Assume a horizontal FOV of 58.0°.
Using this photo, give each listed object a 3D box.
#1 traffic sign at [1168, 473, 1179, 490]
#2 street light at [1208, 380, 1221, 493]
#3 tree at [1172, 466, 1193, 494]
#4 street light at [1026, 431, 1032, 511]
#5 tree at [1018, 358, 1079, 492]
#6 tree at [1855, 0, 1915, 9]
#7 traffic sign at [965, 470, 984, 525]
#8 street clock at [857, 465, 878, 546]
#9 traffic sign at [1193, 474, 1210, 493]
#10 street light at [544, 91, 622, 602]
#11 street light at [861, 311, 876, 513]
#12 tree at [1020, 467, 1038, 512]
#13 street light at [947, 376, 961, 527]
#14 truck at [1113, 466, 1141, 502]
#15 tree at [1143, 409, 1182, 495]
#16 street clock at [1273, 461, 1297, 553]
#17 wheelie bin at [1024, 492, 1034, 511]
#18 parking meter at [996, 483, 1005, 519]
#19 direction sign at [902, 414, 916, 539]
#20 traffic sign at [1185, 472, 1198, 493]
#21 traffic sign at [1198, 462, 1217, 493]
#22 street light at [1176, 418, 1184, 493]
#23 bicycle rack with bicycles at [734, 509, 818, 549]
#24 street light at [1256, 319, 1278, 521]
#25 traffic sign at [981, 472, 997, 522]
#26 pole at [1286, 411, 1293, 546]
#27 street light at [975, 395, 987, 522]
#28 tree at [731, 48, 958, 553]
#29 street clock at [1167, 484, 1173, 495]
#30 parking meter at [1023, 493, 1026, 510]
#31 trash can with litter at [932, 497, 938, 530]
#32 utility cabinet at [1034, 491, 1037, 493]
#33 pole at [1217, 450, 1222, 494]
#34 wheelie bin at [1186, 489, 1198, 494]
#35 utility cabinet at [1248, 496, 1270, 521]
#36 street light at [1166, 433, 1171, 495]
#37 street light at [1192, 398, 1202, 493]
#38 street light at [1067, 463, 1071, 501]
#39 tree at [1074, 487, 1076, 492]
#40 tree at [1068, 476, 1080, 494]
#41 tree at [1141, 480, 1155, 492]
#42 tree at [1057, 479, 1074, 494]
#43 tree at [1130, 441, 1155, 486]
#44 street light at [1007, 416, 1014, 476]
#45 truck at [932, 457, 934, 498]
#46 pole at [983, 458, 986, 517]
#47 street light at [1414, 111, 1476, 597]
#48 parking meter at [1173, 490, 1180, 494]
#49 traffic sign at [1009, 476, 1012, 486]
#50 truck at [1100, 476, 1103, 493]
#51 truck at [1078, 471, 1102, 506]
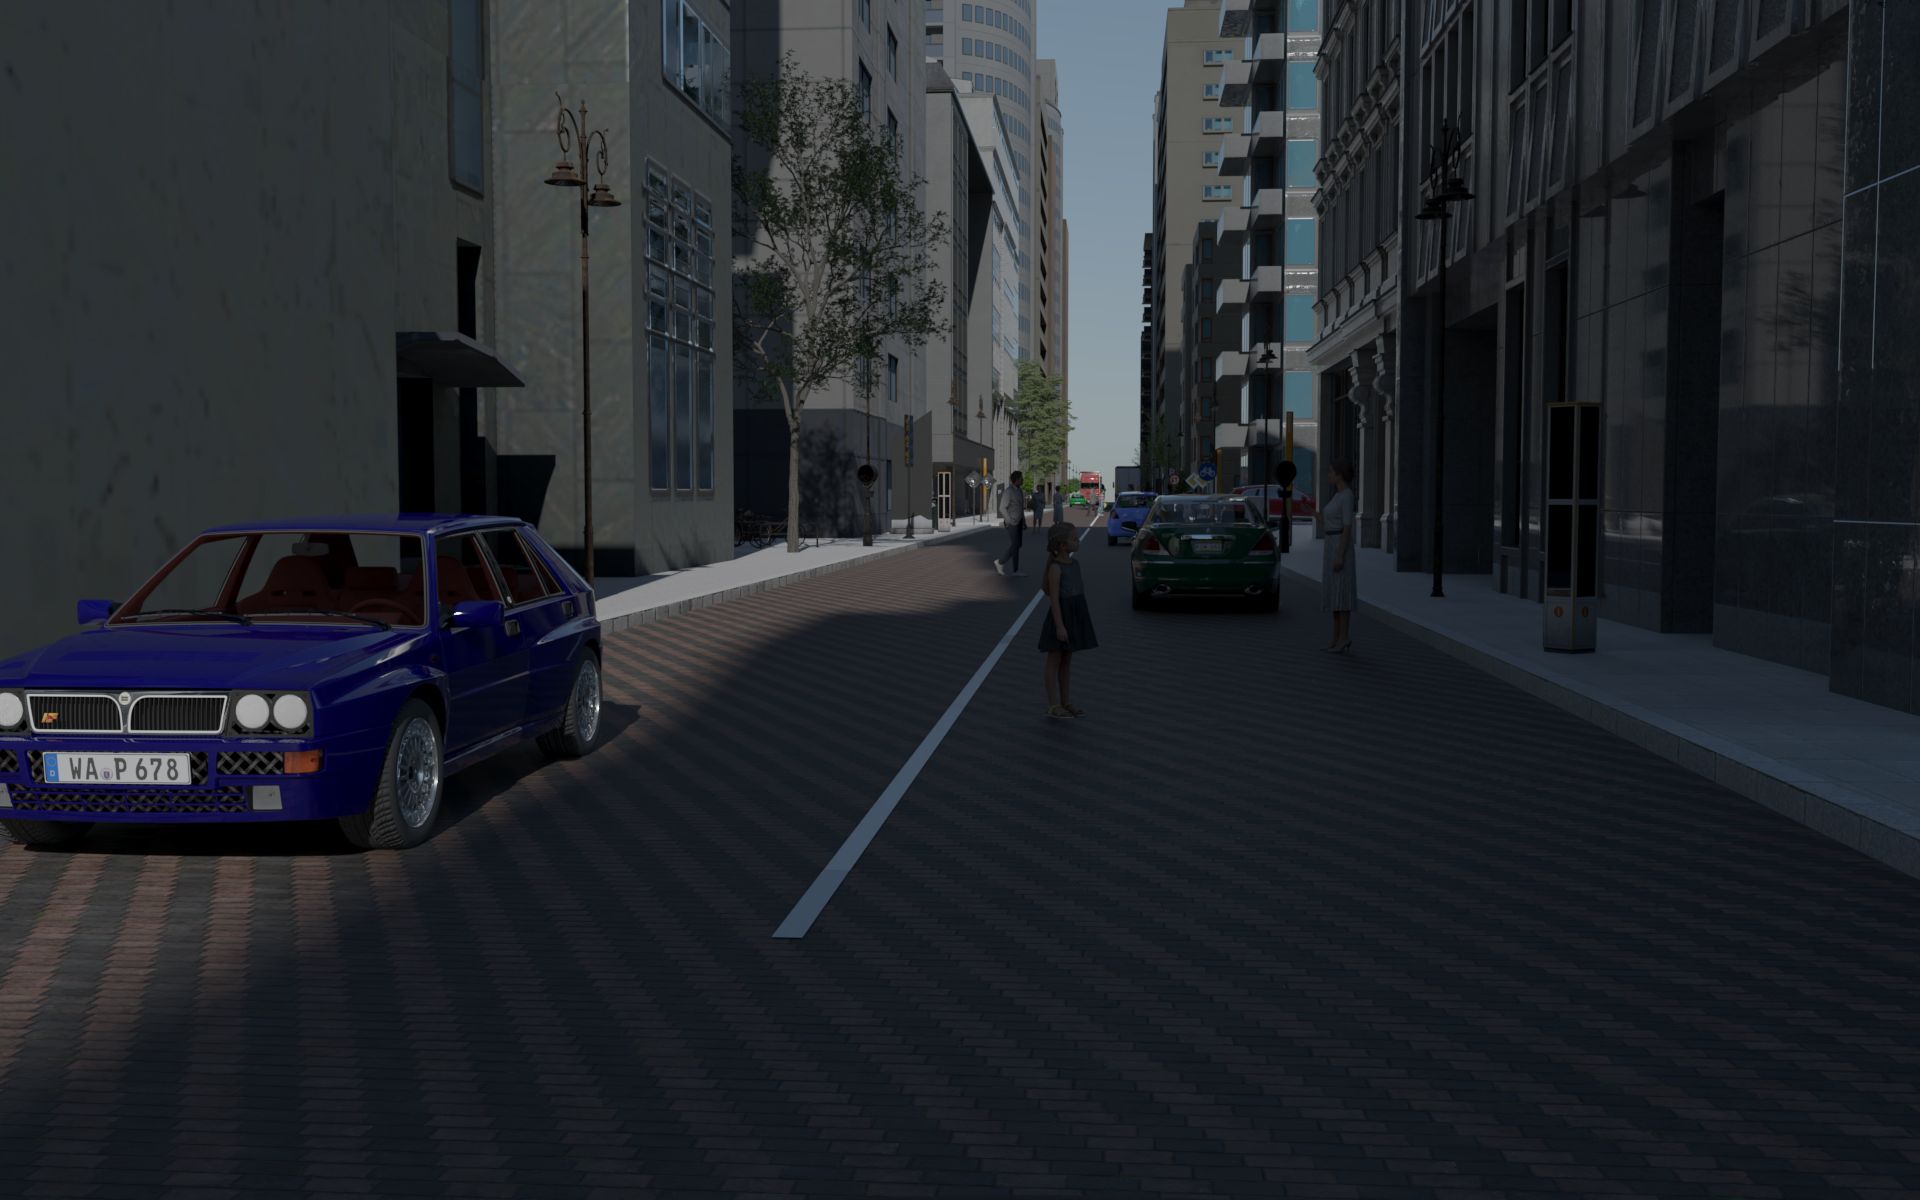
[{"bbox_3d":[13.232,-6.532,106.909,0.768,2.556,0.104,1,4,14],"label":"traffic sign"},{"bbox_3d":[10.307,-5.957,70.179,0.468,5.910,1.993,0,4,5],"label":"street light"},{"bbox_3d":[13.959,-7.013,109.257,1.663,3.219,1.824,0,3,0],"label":"tree"},{"bbox_3d":[5.105,-9.448,127.260,0.468,5.910,1.993,0,4,5],"label":"street light"},{"bbox_3d":[5.982,-13.854,144.639,7.486,12.596,7.792,0,3,0],"label":"tree"},{"bbox_3d":[5.202,-4.292,4.582,8.767,10.594,7.601,0,4,5],"label":"tree"},{"bbox_3d":[0.582,-4.148,71.464,0.795,2.450,0.064,0,4,5],"label":"traffic sign"},{"bbox_3d":[-2.271,-2.324,42.567,0.471,2.002,0.358,1,4,21],"label":"street clock"},{"bbox_3d":[9.887,-4.096,70.618,0.795,2.450,0.064,0,4,5],"label":"traffic sign"},{"bbox_3d":[-4.416,-2.916,20.463,0.468,5.910,1.993,0,4,5],"label":"street light"},{"bbox_3d":[-2.333,-4.354,43.969,0.468,5.910,1.993,0,4,5],"label":"street light"},{"bbox_3d":[4.741,-7.899,123.745,1.663,3.219,1.824,0,3,0],"label":"tree"},{"bbox_3d":[-0.239,-5.822,67.982,0.468,5.910,1.993,0,4,5],"label":"street light"},{"bbox_3d":[17.191,-11.575,178.159,2.839,4.237,11.283,0,4,4],"label":"truck"},{"bbox_3d":[17.492,-12.061,147.554,4.737,8.622,4.395,0,3,0],"label":"tree"},{"bbox_3d":[7.041,-2.020,37.597,0.471,2.002,0.358,-1,4,-11],"label":"street clock"},{"bbox_3d":[5.357,-7.621,132.509,0.693,1.594,0.980,-1,4,-23],"label":"wheelie bin"},{"bbox_3d":[2.122,-5.200,90.738,0.399,1.863,0.255,2,4,28],"label":"parking meter"},{"bbox_3d":[-1.466,-3.525,49.625,0.379,3.537,0.876,1,4,14],"label":"direction sign"},{"bbox_3d":[10.596,-4.583,78.571,0.795,2.450,0.064,0,4,5],"label":"traffic sign"},{"bbox_3d":[9.848,-4.211,68.954,0.768,2.556,0.104,1,4,9],"label":"traffic sign"},{"bbox_3d":[13.422,-8.126,105.647,0.468,5.910,1.993,0,4,5],"label":"street light"},{"bbox_3d":[-4.892,-1.733,41.713,2.925,0.926,2.852,-3,5,-45],"label":"bicycle rack with bicycles"},{"bbox_3d":[8.112,-4.470,45.875,0.468,5.910,1.993,0,4,5],"label":"street light"},{"bbox_3d":[1.290,-4.635,79.418,0.795,2.450,0.064,0,4,5],"label":"traffic sign"},{"bbox_3d":[8.133,-2.995,42.806,0.158,3.312,0.155,0,3,0],"label":"pole"},{"bbox_3d":[0.967,-6.534,79.619,0.468,5.910,1.993,0,4,5],"label":"street light"},{"bbox_3d":[-3.784,-6.295,37.342,8.767,10.594,7.601,1,4,17],"label":"tree"},{"bbox_3d":[15.094,-7.305,124.006,0.471,2.002,0.358,3,4,38],"label":"street clock"},{"bbox_3d":[5.074,-7.873,137.126,0.372,1.533,0.369,0,3,0],"label":"parking meter"},{"bbox_3d":[-1.013,-3.095,61.995,0.624,1.170,1.055,-2,4,-25],"label":"trash can with litter"},{"bbox_3d":[6.207,-8.538,148.269,0.318,1.500,1.173,-2,4,-34],"label":"utility cabinet"},{"bbox_3d":[11.997,-5.278,80.140,0.158,3.312,0.155,0,3,0],"label":"pole"},{"bbox_3d":[13.807,-5.814,102.964,0.693,1.594,0.980,-3,5,-39],"label":"wheelie bin"},{"bbox_3d":[9.394,-2.669,54.804,0.306,1.237,1.020,-1,4,-21],"label":"utility cabinet"},{"bbox_3d":[15.573,-9.563,129.146,0.468,5.910,1.993,0,4,5],"label":"street light"},{"bbox_3d":[11.219,-6.689,82.152,0.468,5.910,1.993,0,4,5],"label":"street light"},{"bbox_3d":[13.996,-15.571,227.369,0.468,5.910,1.993,0,4,5],"label":"street light"},{"bbox_3d":[15.768,-15.603,249.705,1.663,3.219,1.824,0,3,0],"label":"tree"},{"bbox_3d":[20.201,-19.768,306.915,4.285,4.588,4.351,0,3,0],"label":"tree"},{"bbox_3d":[22.810,-13.251,211.249,1.663,3.219,1.824,0,3,0],"label":"tree"},{"bbox_3d":[13.214,-14.049,224.293,1.663,3.219,1.824,0,3,0],"label":"tree"},{"bbox_3d":[25.482,-17.585,237.883,4.360,8.622,3.978,0,3,0],"label":"tree"},{"bbox_3d":[2.998,-7.972,103.128,0.468,5.910,1.993,0,4,5],"label":"street light"},{"bbox_3d":[-9.880,-5.240,75.428,18.799,4.110,2.967,0,4,4],"label":"truck"},{"bbox_3d":[1.421,-6.419,98.792,0.158,3.312,0.155,0,3,0],"label":"pole"},{"bbox_3d":[5.967,-2.977,21.468,0.468,5.910,1.993,0,4,5],"label":"street light"},{"bbox_3d":[12.842,-5.768,102.716,0.372,1.533,0.369,0,3,0],"label":"parking meter"},{"bbox_3d":[3.099,-5.977,99.857,0.606,2.300,0.079,1,4,11],"label":"traffic sign"},{"bbox_3d":[21.302,-17.536,275.632,2.839,4.237,11.283,0,4,3],"label":"truck"},{"bbox_3d":[16.242,-13.898,216.150,2.839,4.237,11.283,0,4,5],"label":"truck"}]
